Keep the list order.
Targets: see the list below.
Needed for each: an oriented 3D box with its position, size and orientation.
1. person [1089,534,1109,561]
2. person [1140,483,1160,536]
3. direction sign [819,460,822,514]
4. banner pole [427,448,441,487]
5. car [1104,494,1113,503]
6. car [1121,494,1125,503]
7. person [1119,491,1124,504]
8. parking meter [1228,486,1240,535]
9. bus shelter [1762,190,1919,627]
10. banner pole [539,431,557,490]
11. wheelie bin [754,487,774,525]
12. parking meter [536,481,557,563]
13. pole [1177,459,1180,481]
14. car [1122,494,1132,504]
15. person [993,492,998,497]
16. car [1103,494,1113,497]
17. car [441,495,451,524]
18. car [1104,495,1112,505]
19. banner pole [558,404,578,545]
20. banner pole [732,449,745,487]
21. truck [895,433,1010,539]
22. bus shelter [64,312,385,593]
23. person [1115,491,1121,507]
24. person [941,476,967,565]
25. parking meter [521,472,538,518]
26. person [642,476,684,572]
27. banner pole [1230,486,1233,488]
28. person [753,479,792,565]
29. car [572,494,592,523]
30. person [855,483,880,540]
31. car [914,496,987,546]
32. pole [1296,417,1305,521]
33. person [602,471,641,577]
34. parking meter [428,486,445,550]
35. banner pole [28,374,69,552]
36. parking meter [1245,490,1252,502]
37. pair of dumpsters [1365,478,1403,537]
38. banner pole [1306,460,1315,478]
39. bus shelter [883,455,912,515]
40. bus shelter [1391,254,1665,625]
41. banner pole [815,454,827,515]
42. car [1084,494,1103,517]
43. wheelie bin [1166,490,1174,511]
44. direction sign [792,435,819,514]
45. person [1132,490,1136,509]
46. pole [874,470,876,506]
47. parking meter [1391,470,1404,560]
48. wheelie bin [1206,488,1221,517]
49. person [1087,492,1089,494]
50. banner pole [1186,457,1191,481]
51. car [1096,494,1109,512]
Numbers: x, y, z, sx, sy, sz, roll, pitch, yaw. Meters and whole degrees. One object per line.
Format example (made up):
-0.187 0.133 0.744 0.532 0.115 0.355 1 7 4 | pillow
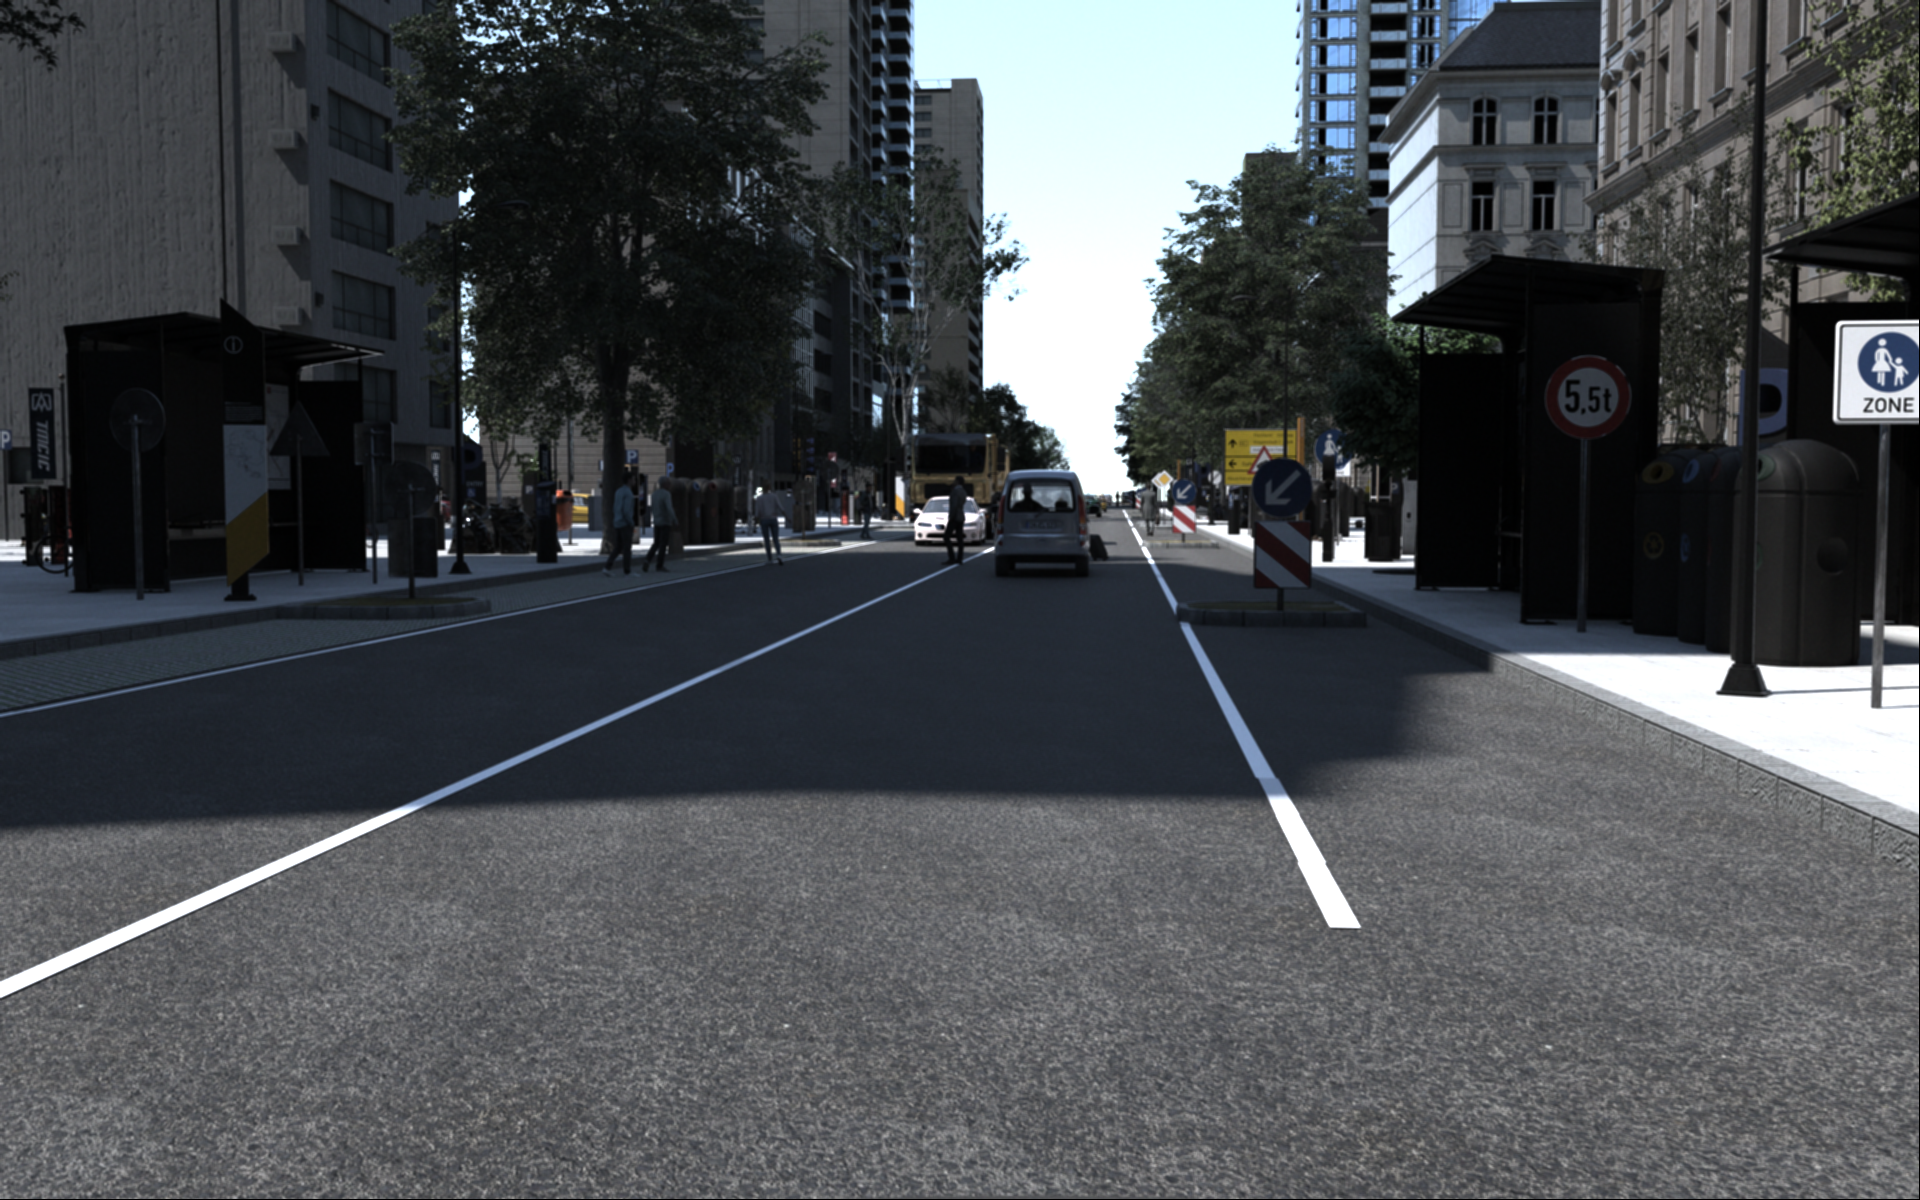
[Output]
2.535 -1.715 36.762 1.509 1.804 0.699 -2 4 -33 | person
6.540 -3.113 59.499 0.694 1.812 0.767 1 4 18 | person
-9.432 -7.476 114.232 0.876 3.537 0.379 2 4 32 | direction sign
-26.276 -5.892 86.355 0.863 3.779 0.401 0 4 4 | banner pole
24.810 -17.211 291.618 2.015 1.641 3.980 0 4 6 | car
26.593 -16.283 276.014 2.009 1.686 4.222 0 4 6 | car
23.039 -14.503 245.621 0.705 1.824 1.348 3 5 43 | person
8.701 -2.847 54.963 0.372 1.533 0.369 0 3 0 | parking meter
8.315 -1.383 13.890 1.731 3.624 6.357 0 4 5 | bus shelter
-14.087 -4.246 59.445 0.863 3.779 0.401 1 4 15 | banner pole
-8.241 -3.979 72.964 0.980 1.594 0.693 1 4 18 | wheelie bin
-7.706 -1.460 32.280 0.372 1.533 0.369 0 3 0 | parking meter
12.891 -6.623 102.135 0.158 3.312 0.155 0 3 0 | pole
23.511 -14.165 241.388 2.009 1.686 4.222 0 4 5 | car
1.465 -3.419 64.611 0.699 1.804 1.509 -2 4 -32 | person
25.577 -17.861 301.067 2.155 1.783 4.494 0 4 5 | car
-24.772 -4.195 77.635 4.494 1.783 2.155 0 4 6 | car
18.582 -12.936 223.859 2.083 1.381 4.827 0 4 3 | car
-9.828 -3.286 43.741 0.401 3.779 0.863 0 4 -2 | banner pole
-12.352 -6.550 97.108 0.863 3.779 0.401 -1 4 -9 | banner pole
0.053 -3.774 57.626 3.469 3.379 9.791 0 4 6 | truck
-10.555 -2.094 25.518 1.731 3.624 6.357 0 4 5 | bus shelter
17.923 -11.503 196.544 0.705 1.831 1.348 -1 4 -22 | person
-0.110 -1.630 35.334 0.473 1.802 0.592 3 5 41 | person
-11.386 -2.456 45.872 0.399 1.863 0.255 0 4 0 | parking meter
-5.394 -1.376 31.490 0.782 1.767 0.515 3 5 43 | person
18.875 -8.053 121.689 0.401 3.779 0.863 -3 4 -38 | banner pole
-3.748 -1.581 35.015 0.731 1.740 0.598 -2 4 -28 | person
-16.679 -4.116 77.512 3.980 1.641 2.015 0 4 7 | car
-2.896 -2.767 54.095 0.721 1.781 0.623 1 4 8 | person
-0.242 -2.265 49.392 2.083 1.381 4.827 0 4 3 | car
9.080 -3.201 46.177 0.158 3.312 0.155 0 3 0 | pole
-5.846 -1.304 29.834 0.620 1.820 0.660 -3 4 -38 | person
-12.001 -1.912 39.675 0.372 1.533 0.369 0 3 0 | parking meter
-18.875 -2.813 36.013 0.863 3.779 0.401 -1 4 -21 | banner pole
15.080 -5.014 90.393 0.372 1.533 0.369 0 3 0 | parking meter
10.402 -2.282 39.811 1.574 2.255 4.437 0 4 5 | pair of dumpsters
24.611 -8.042 121.497 0.863 3.779 0.401 0 4 7 | banner pole
-3.535 -7.116 107.626 1.731 3.624 6.357 0 4 5 | bus shelter
6.322 -1.757 20.005 1.731 3.624 6.357 0 4 5 | bus shelter
-8.684 -7.190 107.571 0.863 3.779 0.401 0 4 -3 | banner pole
7.833 -5.850 107.437 2.131 1.459 4.920 0 4 3 | car
16.169 -7.597 132.119 0.980 1.594 0.693 -1 4 -11 | wheelie bin
-6.031 -4.576 66.812 0.876 3.537 0.379 0 4 6 | direction sign
17.123 -9.884 170.234 0.705 1.807 1.348 -1 4 -12 | person
-7.090 -9.227 144.704 0.158 3.312 0.155 0 3 0 | pole
8.457 -1.726 33.930 0.399 1.863 0.255 0 4 -4 | parking meter
14.241 -5.430 96.685 0.980 1.594 0.693 -1 4 -22 | wheelie bin
17.188 -13.554 230.628 0.721 1.766 1.217 -1 4 -20 | person
13.734 -6.870 102.345 0.863 3.779 0.401 1 4 16 | banner pole
10.775 -7.769 137.240 2.015 1.641 3.980 0 4 5 | car
